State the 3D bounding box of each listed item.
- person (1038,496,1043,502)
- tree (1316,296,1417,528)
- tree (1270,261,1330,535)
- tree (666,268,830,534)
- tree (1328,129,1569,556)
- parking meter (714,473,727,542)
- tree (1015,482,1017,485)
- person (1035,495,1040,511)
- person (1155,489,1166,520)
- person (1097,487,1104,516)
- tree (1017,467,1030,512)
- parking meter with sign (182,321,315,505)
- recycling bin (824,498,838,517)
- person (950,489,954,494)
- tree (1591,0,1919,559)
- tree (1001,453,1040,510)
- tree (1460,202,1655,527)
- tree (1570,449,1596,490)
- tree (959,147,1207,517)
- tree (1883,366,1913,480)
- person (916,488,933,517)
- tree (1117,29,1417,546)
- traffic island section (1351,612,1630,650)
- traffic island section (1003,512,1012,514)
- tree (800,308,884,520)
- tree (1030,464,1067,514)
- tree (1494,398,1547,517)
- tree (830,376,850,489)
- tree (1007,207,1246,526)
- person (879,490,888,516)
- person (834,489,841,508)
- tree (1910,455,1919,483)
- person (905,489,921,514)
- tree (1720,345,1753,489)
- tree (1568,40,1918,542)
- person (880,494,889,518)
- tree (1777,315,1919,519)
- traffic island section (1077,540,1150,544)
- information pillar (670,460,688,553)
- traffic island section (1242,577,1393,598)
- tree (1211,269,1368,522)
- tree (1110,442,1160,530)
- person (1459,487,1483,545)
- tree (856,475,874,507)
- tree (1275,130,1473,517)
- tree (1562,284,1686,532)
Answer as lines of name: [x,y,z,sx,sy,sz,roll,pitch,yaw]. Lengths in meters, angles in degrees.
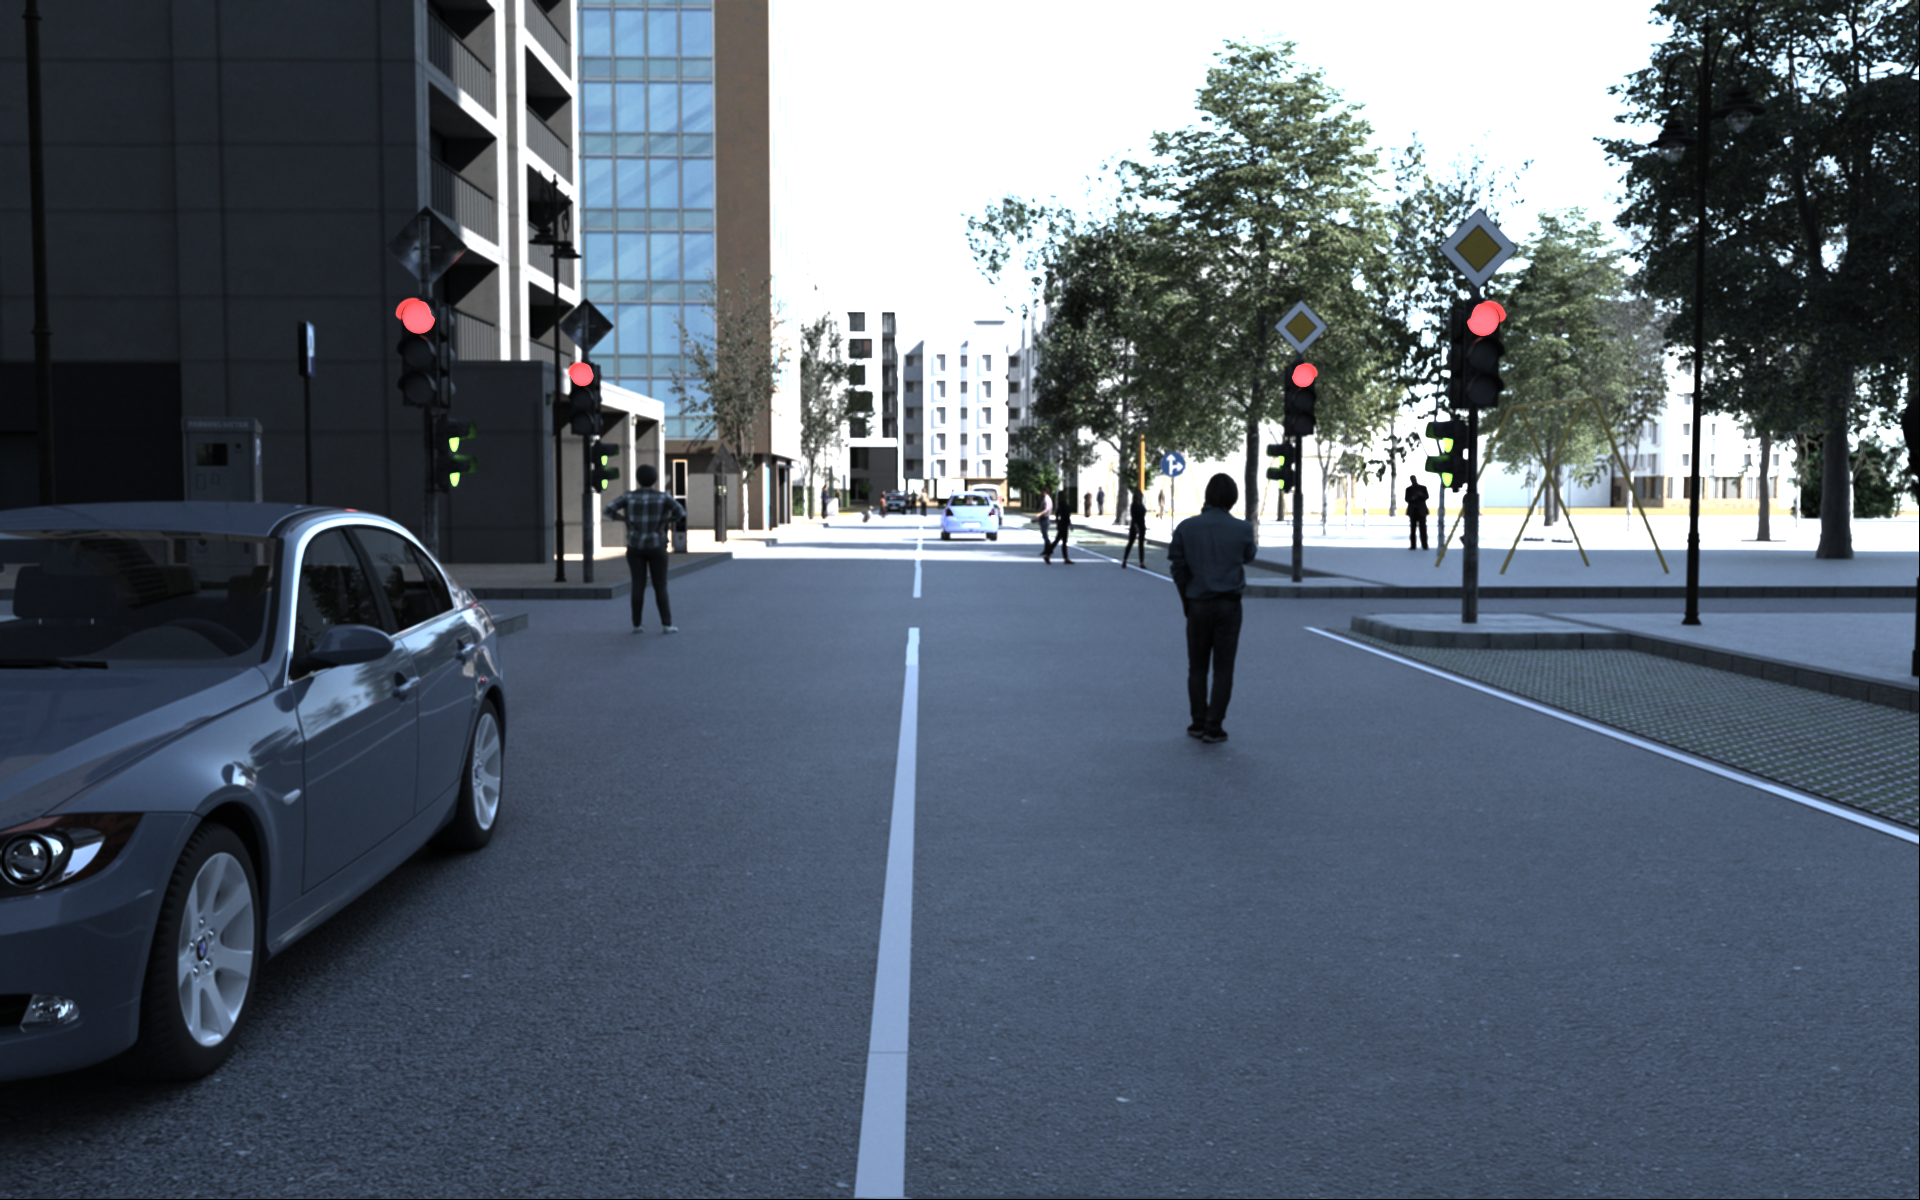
person: [5.708,-6.883,118.593,0.705,1.822,1.348,2,4,28]
tree: [15.183,-6.999,64.799,4.360,8.622,3.978,0,3,0]
tree: [11.448,-6.328,53.821,4.737,8.622,4.395,0,3,0]
tree: [-7.126,-6.430,55.488,4.360,8.622,3.978,0,3,0]
tree: [9.945,-5.224,35.767,4.737,8.622,4.395,0,3,0]
parking meter: [-6.401,-2.482,46.298,0.255,1.863,0.399,-2,4,-24]
tree: [4.992,-7.946,124.519,1.663,3.219,1.824,0,3,0]
person: [6.033,-7.897,135.178,0.705,1.822,1.348,0,4,-7]
person: [10.024,-4.783,86.451,0.471,1.553,0.569,2,4,32]
person: [8.385,-5.892,103.291,0.541,1.710,0.530,-1,4,-23]
tree: [5.150,-7.779,121.784,1.663,3.219,1.824,0,3,0]
parking meter with sign: [-7.464,-1.301,17.537,1.738,3.016,0.543,-1,4,-13]
recycling bin: [-7.375,-5.290,99.048,0.722,1.027,0.722,0,4,1]
person: [-0.442,-7.289,127.538,0.599,1.838,0.709,-1,4,-9]
tree: [17.484,-7.791,34.042,9.857,13.997,8.962,0,3,0]
tree: [4.879,-9.492,138.900,4.285,4.588,4.351,0,3,0]
tree: [23.441,-9.133,67.445,7.486,12.596,7.792,0,3,0]
tree: [32.025,-8.646,91.729,4.737,8.622,4.395,0,3,0]
tree: [6.628,-14.606,94.700,12.611,20.169,13.585,0,3,0]
tree: [30.256,-6.638,58.887,4.360,8.622,3.978,0,3,0]
person: [-2.296,-6.221,110.229,1.348,1.823,0.705,-3,5,-39]
tree: [7.699,-7.635,42.960,7.486,12.596,7.792,0,3,0]
traffic island section: [5.112,0.305,17.297,2.009,0.180,2.903,0,4,-1]
traffic island section: [2.771,-6.381,127.200,1.991,0.108,1.994,0,4,-1]
tree: [-7.108,-9.267,85.932,7.601,10.594,8.767,-3,4,-37]
tree: [5.686,-7.018,109.342,1.663,3.219,1.824,0,3,0]
tree: [32.153,-8.996,97.445,4.360,8.622,3.978,0,3,0]
tree: [-6.979,-7.804,77.959,4.360,8.622,3.978,0,3,0]
tree: [6.677,-9.325,69.467,9.611,12.733,9.660,0,3,0]
person: [-5.041,-6.396,114.002,0.530,1.710,0.541,-2,4,-25]
person: [-11.189,-9.217,157.278,0.750,1.759,0.617,-1,4,-16]
tree: [47.966,-6.837,74.692,11.467,7.101,20.602,-1,4,-18]
person: [-3.342,-7.078,124.243,1.348,1.823,0.705,1,4,12]
tree: [31.034,-6.977,64.432,4.360,8.622,3.978,0,3,0]
tree: [21.670,-8.325,46.484,12.009,13.543,11.850,0,3,0]
person: [-4.633,-5.706,105.046,0.557,1.426,1.065,2,4,25]
tree: [52.260,-11.686,92.893,18.604,14.587,13.155,0,4,-6]
traffic island section: [4.414,-1.672,50.211,1.991,0.108,1.994,0,4,-1]
information pillar: [-6.099,-2.023,37.568,0.304,2.012,0.304,-1,4,-23]
traffic island section: [4.942,-0.183,25.281,2.009,0.180,2.903,0,4,-1]
tree: [14.948,-9.399,79.423,9.928,11.665,9.643,0,3,0]
tree: [6.517,-4.172,62.820,1.663,3.219,1.824,0,3,0]
person: [12.672,-2.129,43.061,0.569,1.553,0.471,0,4,-7]
tree: [-9.555,-11.097,176.044,1.663,3.219,1.824,0,3,0]
tree: [22.935,-14.508,93.093,12.611,20.169,13.585,0,3,0]
tree: [22.738,-6.633,58.808,4.360,8.622,3.978,0,3,0]
